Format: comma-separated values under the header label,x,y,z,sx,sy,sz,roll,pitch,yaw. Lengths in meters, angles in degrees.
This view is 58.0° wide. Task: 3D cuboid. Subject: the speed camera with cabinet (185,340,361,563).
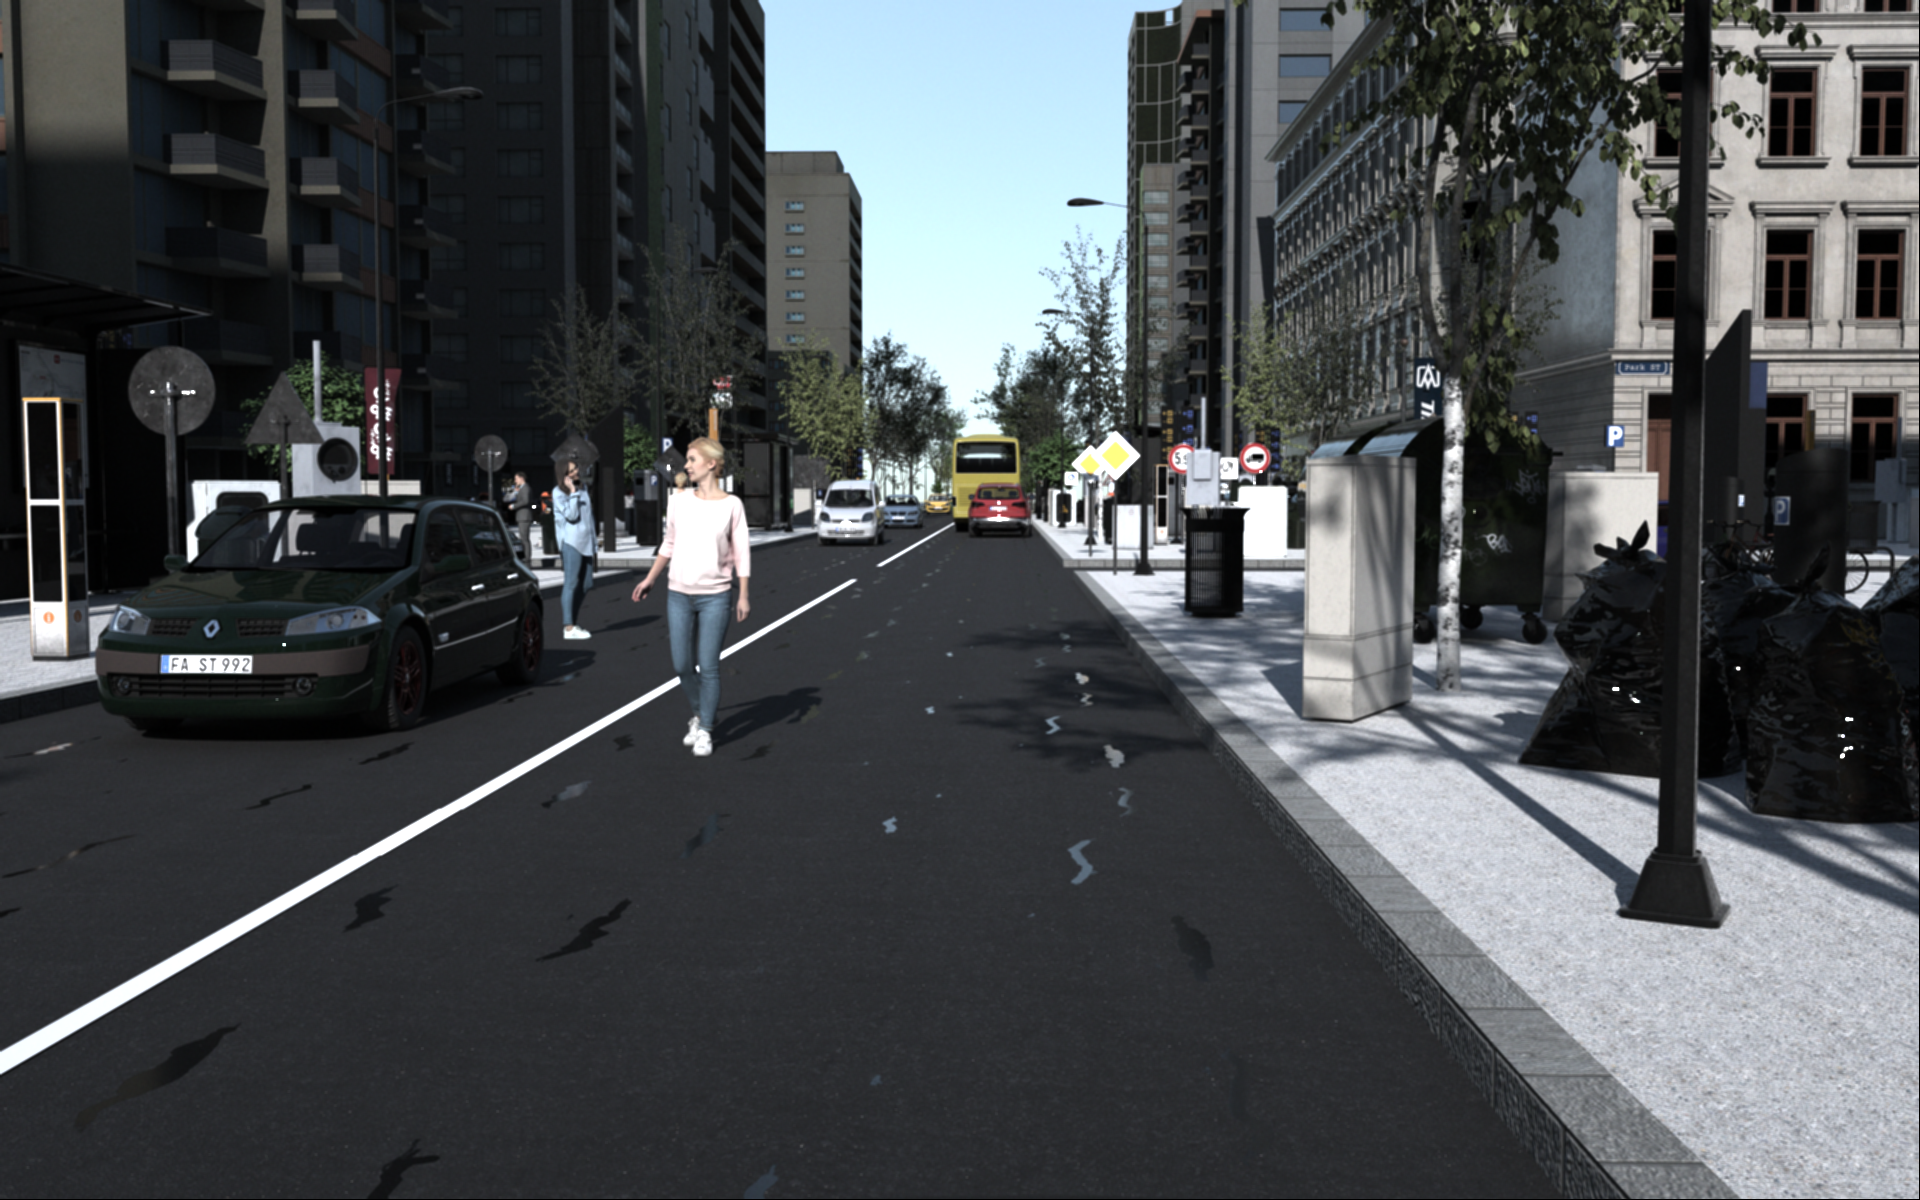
label,x,y,z,sx,sy,sz,roll,pitch,yaw
speed camera with cabinet,-8.613,-1.679,21.780,0.660,3.252,2.038,3,5,42

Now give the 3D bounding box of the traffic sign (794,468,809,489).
label,x,y,z,sx,sy,sz,roll,pitch,yaw
traffic sign,-7.715,-5.159,84.460,0.768,2.556,0.104,0,4,7

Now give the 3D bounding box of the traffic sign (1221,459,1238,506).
label,x,y,z,sx,sy,sz,roll,pitch,yaw
traffic sign,7.545,-2.864,48.950,0.606,2.300,0.079,0,4,2

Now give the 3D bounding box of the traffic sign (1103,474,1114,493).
label,x,y,z,sx,sy,sz,roll,pitch,yaw
traffic sign,9.512,-6.768,110.655,0.884,2.594,0.081,0,4,7

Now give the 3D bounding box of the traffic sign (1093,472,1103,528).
label,x,y,z,sx,sy,sz,roll,pitch,yaw
traffic sign,5.042,-3.964,64.916,0.768,2.556,0.104,0,4,2

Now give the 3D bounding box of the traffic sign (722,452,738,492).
label,x,y,z,sx,sy,sz,roll,pitch,yaw
traffic sign,-6.990,-3.144,51.508,0.768,2.556,0.104,0,4,3

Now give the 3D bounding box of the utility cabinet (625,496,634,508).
label,x,y,z,sx,sy,sz,roll,pitch,yaw
utility cabinet,-12.612,-3.433,67.298,1.020,1.237,0.306,-3,5,-40

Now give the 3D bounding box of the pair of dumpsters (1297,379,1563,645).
label,x,y,z,sx,sy,sz,roll,pitch,yaw
pair of dumpsters,4.418,-0.872,16.755,1.574,2.255,4.437,0,4,1

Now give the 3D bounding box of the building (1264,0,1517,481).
label,x,y,z,sx,sy,sz,roll,pitch,yaw
building,27.157,-19.041,87.735,17.030,29.872,44.131,0,4,1

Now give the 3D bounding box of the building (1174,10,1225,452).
label,x,y,z,sx,sy,sz,roll,pitch,yaw
building,31.182,-30.726,157.001,22.147,44.769,28.867,0,4,1

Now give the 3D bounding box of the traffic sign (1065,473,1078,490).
label,x,y,z,sx,sy,sz,roll,pitch,yaw
traffic sign,5.172,-4.792,80.484,0.606,2.300,0.079,0,4,4

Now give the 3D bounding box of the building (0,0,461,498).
label,x,y,z,sx,sy,sz,roll,pitch,yaw
building,-32.498,-25.131,65.523,22.147,44.769,28.867,0,4,1

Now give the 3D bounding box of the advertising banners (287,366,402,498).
label,x,y,z,sx,sy,sz,roll,pitch,yaw
advertising banners,-8.566,-1.667,23.439,2.074,3.025,0.090,-2,4,-34

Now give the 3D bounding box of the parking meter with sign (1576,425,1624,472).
label,x,y,z,sx,sy,sz,roll,pitch,yaw
parking meter with sign,16.335,-2.969,44.808,0.543,3.016,1.738,-1,4,-19

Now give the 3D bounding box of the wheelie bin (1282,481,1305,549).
label,x,y,z,sx,sy,sz,roll,pitch,yaw
wheelie bin,7.868,-2.003,40.660,0.980,1.594,0.693,3,5,41

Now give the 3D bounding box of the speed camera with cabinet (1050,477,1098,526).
label,x,y,z,sx,sy,sz,roll,pitch,yaw
speed camera with cabinet,4.722,-4.667,70.639,2.038,3.252,0.660,-1,4,-10

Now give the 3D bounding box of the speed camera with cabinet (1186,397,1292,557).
label,x,y,z,sx,sy,sz,roll,pitch,yaw
speed camera with cabinet,5.698,-2.523,35.587,2.038,3.252,0.660,1,4,13

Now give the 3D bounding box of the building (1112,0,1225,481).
label,x,y,z,sx,sy,sz,roll,pitch,yaw
building,33.432,-50.067,256.853,20.563,71.187,20.611,0,4,1

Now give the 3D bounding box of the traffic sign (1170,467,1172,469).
label,x,y,z,sx,sy,sz,roll,pitch,yaw
traffic sign,8.571,-4.138,67.763,0.768,2.556,0.104,1,4,11

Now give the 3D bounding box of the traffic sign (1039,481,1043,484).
label,x,y,z,sx,sy,sz,roll,pitch,yaw
traffic sign,4.734,-5.862,95.845,0.884,2.594,0.081,0,4,2

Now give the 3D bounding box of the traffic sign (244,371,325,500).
label,x,y,z,sx,sy,sz,roll,pitch,yaw
traffic sign,-7.172,-1.124,18.384,0.884,2.594,0.081,0,4,4

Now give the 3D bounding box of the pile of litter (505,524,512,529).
label,x,y,z,sx,sy,sz,roll,pitch,yaw
pile of litter,-17.194,-2.993,62.908,1.719,0.858,1.176,0,4,-4

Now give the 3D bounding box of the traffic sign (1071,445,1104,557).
label,x,y,z,sx,sy,sz,roll,pitch,yaw
traffic sign,2.663,-1.940,35.358,0.795,2.450,0.064,0,4,1

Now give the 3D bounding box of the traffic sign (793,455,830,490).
label,x,y,z,sx,sy,sz,roll,pitch,yaw
traffic sign,-7.897,-5.922,90.694,2.265,3.308,0.079,1,4,9

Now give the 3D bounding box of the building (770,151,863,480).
label,x,y,z,sx,sy,sz,roll,pitch,yaw
building,-25.475,-38.182,247.972,21.300,48.544,21.600,0,4,1

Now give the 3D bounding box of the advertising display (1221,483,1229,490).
label,x,y,z,sx,sy,sz,roll,pitch,yaw
advertising display,14.767,-5.698,98.375,0.974,1.923,0.123,1,4,11

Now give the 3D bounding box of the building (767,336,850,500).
label,x,y,z,sx,sy,sz,roll,pitch,yaw
building,-29.247,-23.159,223.685,27.650,21.520,28.899,0,4,1

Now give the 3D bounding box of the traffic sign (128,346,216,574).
label,x,y,z,sx,sy,sz,roll,pitch,yaw
traffic sign,-6.798,-0.907,14.943,0.768,2.556,0.104,0,4,3

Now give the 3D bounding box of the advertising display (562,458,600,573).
label,x,y,z,sx,sy,sz,roll,pitch,yaw
advertising display,-6.256,-1.418,28.406,0.974,1.923,0.123,3,5,41

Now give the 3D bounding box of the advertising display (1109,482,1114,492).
label,x,y,z,sx,sy,sz,roll,pitch,yaw
advertising display,8.256,-5.227,90.677,0.974,1.923,0.123,1,4,22

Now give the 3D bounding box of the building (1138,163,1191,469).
label,x,y,z,sx,sy,sz,roll,pitch,yaw
building,29.275,-32.589,216.432,14.154,41.232,14.086,0,4,1

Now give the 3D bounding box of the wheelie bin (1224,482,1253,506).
label,x,y,z,sx,sy,sz,roll,pitch,yaw
wheelie bin,7.580,-2.365,46.578,0.980,1.594,0.693,1,4,16

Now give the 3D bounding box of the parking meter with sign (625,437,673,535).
label,x,y,z,sx,sy,sz,roll,pitch,yaw
parking meter with sign,-9.772,-3.525,53.889,1.738,3.016,0.543,2,4,30

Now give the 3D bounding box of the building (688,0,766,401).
label,x,y,z,sx,sy,sz,roll,pitch,yaw
building,-28.714,-32.122,148.890,21.300,48.544,21.600,0,4,1

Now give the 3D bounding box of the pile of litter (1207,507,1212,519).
label,x,y,z,sx,sy,sz,roll,pitch,yaw
pile of litter,8.144,-2.751,58.948,1.176,0.858,1.719,0,4,5

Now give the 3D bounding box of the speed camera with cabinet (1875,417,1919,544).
label,x,y,z,sx,sy,sz,roll,pitch,yaw
speed camera with cabinet,24.564,-3.119,45.325,0.660,3.252,2.038,3,5,45

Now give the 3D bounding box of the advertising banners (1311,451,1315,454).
label,x,y,z,sx,sy,sz,roll,pitch,yaw
advertising banners,13.532,-4.490,69.601,2.074,3.025,0.090,-1,4,-12

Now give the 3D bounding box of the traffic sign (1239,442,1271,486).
label,x,y,z,sx,sy,sz,roll,pitch,yaw
traffic sign,7.283,-2.614,42.843,0.768,2.556,0.104,0,4,2

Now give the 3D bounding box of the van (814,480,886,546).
label,x,y,z,sx,sy,sz,roll,pitch,yaw
van,-3.066,-2.578,49.169,2.013,2.044,4.112,0,4,1

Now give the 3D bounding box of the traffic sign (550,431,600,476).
label,x,y,z,sx,sy,sz,roll,pitch,yaw
traffic sign,-6.137,-1.467,27.620,0.795,2.450,0.064,0,4,1

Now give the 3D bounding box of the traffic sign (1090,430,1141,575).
label,x,y,z,sx,sy,sz,roll,pitch,yaw
traffic sign,2.454,-1.452,27.376,0.795,2.450,0.064,0,4,1

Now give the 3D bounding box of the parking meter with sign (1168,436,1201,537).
label,x,y,z,sx,sy,sz,roll,pitch,yaw
parking meter with sign,6.334,-3.426,52.279,1.738,3.016,0.543,0,4,-6

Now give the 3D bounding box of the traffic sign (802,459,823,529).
label,x,y,z,sx,sy,sz,roll,pitch,yaw
traffic sign,-5.417,-3.893,63.755,0.768,2.556,0.104,0,4,2

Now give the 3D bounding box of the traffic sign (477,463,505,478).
label,x,y,z,sx,sy,sz,roll,pitch,yaw
traffic sign,-10.622,-2.390,39.186,0.768,2.556,0.104,1,4,10

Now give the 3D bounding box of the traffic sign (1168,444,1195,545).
label,x,y,z,sx,sy,sz,roll,pitch,yaw
traffic sign,5.644,-2.674,43.822,0.768,2.556,0.104,0,4,7

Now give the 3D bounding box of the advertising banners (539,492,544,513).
label,x,y,z,sx,sy,sz,roll,pitch,yaw
advertising banners,-21.830,-5.942,93.335,2.074,3.025,0.090,2,4,27

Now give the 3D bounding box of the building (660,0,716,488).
label,x,y,z,sx,sy,sz,roll,pitch,yaw
building,-32.771,-32.729,124.358,28.713,52.752,27.495,0,4,1

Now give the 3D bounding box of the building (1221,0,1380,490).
label,x,y,z,sx,sy,sz,roll,pitch,yaw
building,30.145,-35.848,128.113,21.231,58.520,28.212,0,4,1

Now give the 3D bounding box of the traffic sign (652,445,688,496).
label,x,y,z,sx,sy,sz,roll,pitch,yaw
traffic sign,-5.928,-1.955,35.602,0.795,2.450,0.064,0,4,1

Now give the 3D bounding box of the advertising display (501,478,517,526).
label,x,y,z,sx,sy,sz,roll,pitch,yaw
advertising display,-18.107,-3.964,70.019,0.974,1.923,0.123,1,4,22

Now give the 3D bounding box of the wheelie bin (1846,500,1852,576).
label,x,y,z,sx,sy,sz,roll,pitch,yaw
wheelie bin,12.774,-1.090,25.722,0.693,1.594,0.980,0,4,6

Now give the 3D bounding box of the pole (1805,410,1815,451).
label,x,y,z,sx,sy,sz,roll,pitch,yaw
pole,20.653,-2.954,42.147,0.158,3.312,0.155,0,3,0

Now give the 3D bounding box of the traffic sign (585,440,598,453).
label,x,y,z,sx,sy,sz,roll,pitch,yaw
traffic sign,-8.795,-2.463,40.370,0.768,2.556,0.104,1,4,11

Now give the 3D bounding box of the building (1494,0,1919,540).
label,x,y,z,sx,sy,sz,roll,pitch,yaw
building,28.329,-13.265,53.033,21.152,22.565,11.583,0,4,1

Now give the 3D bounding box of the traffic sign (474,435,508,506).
label,x,y,z,sx,sy,sz,roll,pitch,yaw
traffic sign,-10.096,-2.272,37.257,0.768,2.556,0.104,1,4,11

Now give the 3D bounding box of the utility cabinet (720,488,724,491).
label,x,y,z,sx,sy,sz,roll,pitch,yaw
utility cabinet,-9.478,-3.578,67.184,1.173,1.500,0.318,1,4,13

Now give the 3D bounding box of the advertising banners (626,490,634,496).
label,x,y,z,sx,sy,sz,roll,pitch,yaw
advertising banners,-13.021,-4.444,68.840,2.074,3.025,0.090,-1,4,-20

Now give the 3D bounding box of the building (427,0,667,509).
label,x,y,z,sx,sy,sz,roll,pitch,yaw
building,-25.606,-25.547,101.296,14.154,41.232,14.086,0,4,1
